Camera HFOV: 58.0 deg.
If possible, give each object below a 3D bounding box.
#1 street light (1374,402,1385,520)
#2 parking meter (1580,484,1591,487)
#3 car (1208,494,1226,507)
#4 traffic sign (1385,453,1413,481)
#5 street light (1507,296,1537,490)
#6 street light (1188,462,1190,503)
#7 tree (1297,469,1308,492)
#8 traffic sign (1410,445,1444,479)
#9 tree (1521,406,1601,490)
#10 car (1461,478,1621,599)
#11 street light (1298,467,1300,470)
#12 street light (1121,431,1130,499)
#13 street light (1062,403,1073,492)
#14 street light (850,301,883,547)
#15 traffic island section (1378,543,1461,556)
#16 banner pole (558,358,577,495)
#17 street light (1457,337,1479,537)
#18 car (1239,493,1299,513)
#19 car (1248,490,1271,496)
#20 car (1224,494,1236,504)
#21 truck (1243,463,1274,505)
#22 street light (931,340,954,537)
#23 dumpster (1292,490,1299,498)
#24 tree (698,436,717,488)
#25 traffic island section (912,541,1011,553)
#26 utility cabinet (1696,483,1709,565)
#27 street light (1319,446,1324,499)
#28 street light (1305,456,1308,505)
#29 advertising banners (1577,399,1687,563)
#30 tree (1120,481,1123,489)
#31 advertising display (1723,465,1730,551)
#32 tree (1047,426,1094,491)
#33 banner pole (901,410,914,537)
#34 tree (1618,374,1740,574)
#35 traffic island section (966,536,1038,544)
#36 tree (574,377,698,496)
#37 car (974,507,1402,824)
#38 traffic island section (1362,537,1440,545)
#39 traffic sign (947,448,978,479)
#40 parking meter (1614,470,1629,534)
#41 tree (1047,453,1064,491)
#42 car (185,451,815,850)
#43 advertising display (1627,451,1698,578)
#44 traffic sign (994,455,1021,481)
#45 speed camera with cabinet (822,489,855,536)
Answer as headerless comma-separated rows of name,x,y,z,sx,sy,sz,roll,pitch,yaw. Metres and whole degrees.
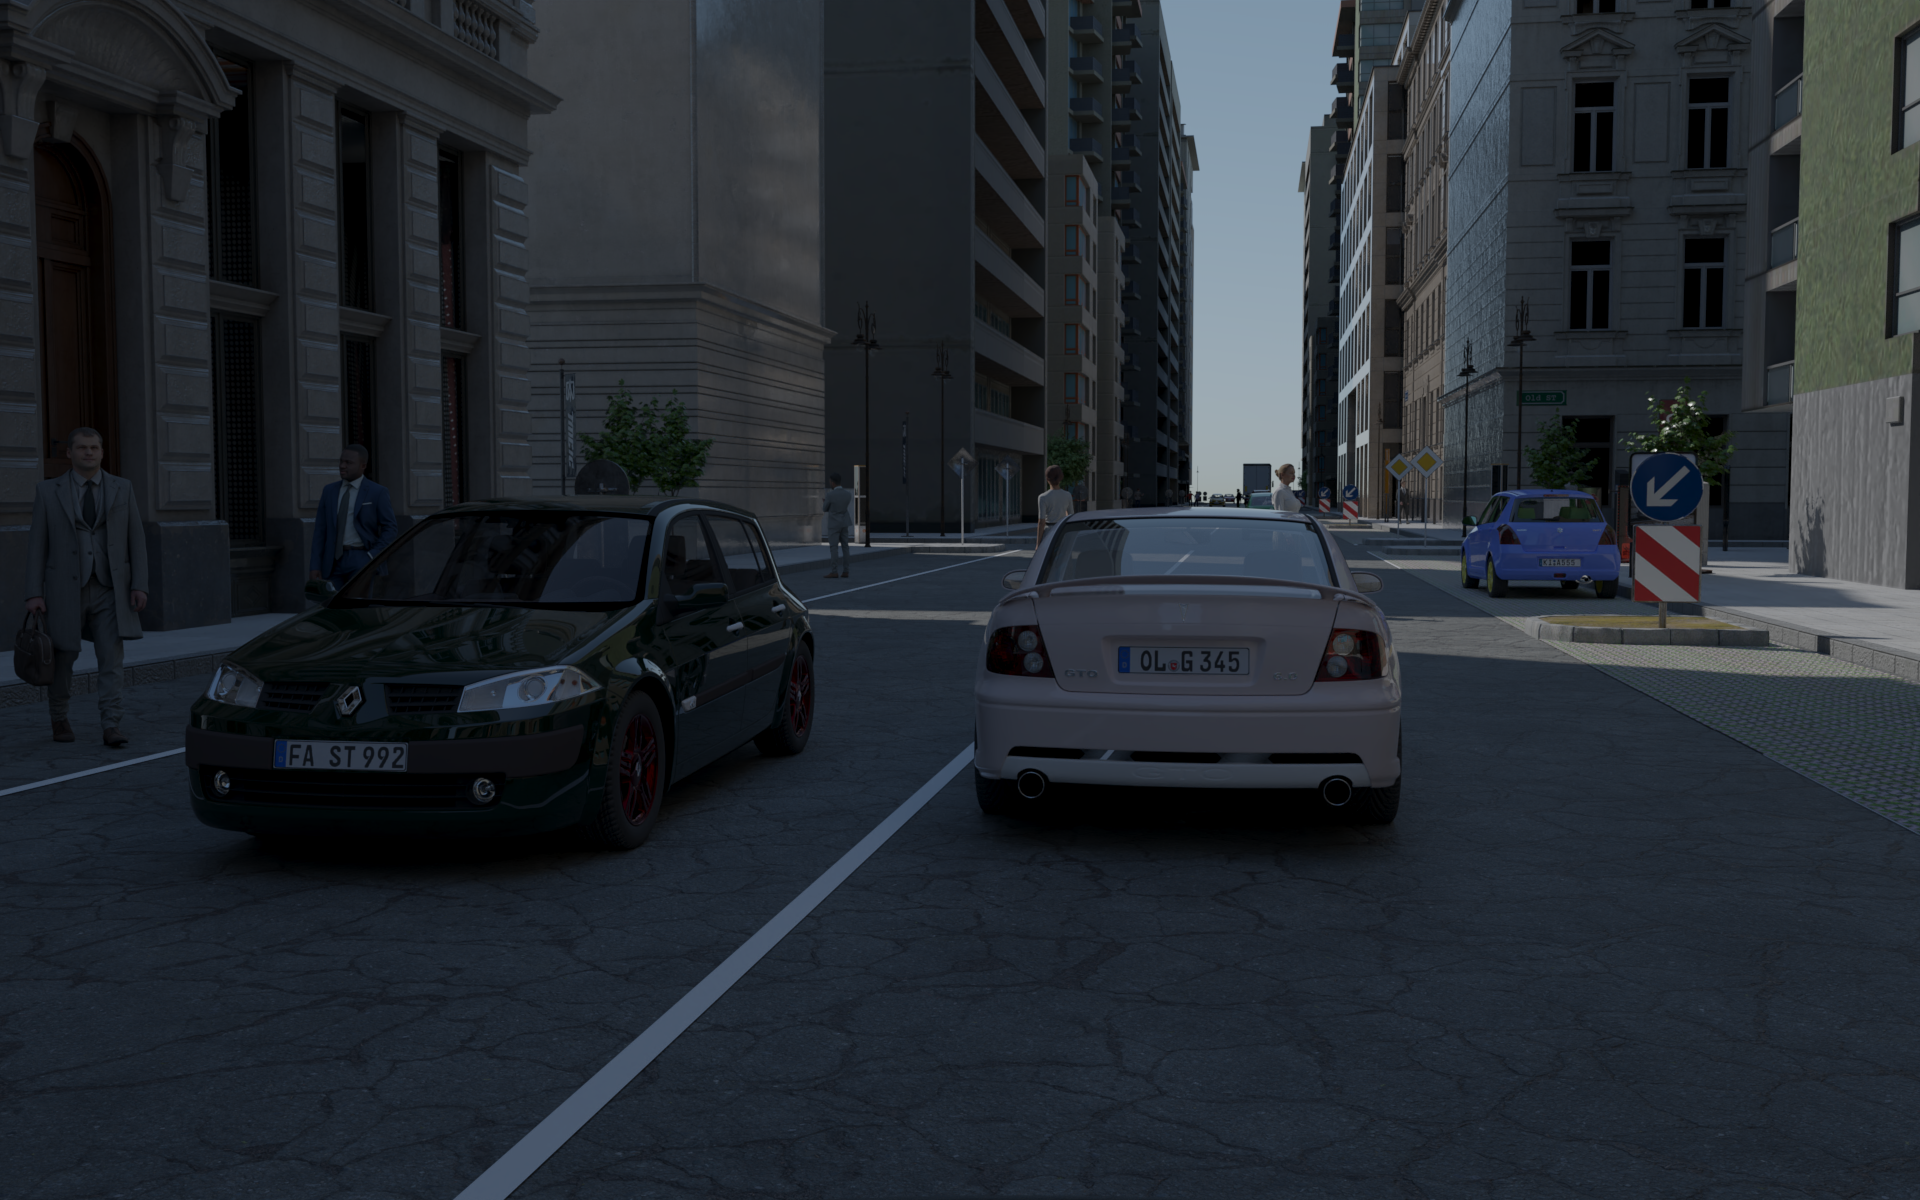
street light,20.997,-6.977,86.856,0.468,5.910,1.993,1,4,10
parking meter,15.081,-2.043,41.818,0.372,1.533,0.369,0,3,0
car,28.607,-11.145,192.451,2.015,1.641,3.980,1,4,11
traffic sign,12.522,-2.884,49.345,0.795,2.593,0.064,1,4,10
street light,13.118,-4.146,40.571,0.468,5.910,1.993,1,4,10
street light,32.483,-16.685,245.594,0.468,5.910,1.993,1,4,10
tree,41.643,-13.560,205.422,4.285,4.588,4.351,0,3,0
traffic sign,11.181,-2.403,41.473,0.795,2.593,0.064,1,4,10
tree,13.190,-2.657,38.039,1.663,3.219,1.824,0,3,0
car,8.286,-0.940,24.967,1.945,1.707,3.694,0,4,8
street light,47.841,-16.616,244.462,0.468,5.910,1.993,1,4,10
street light,12.338,-9.467,127.577,0.468,5.910,1.993,1,4,10
street light,5.451,-7.038,87.864,0.468,5.910,1.993,1,4,10
street light,-2.225,-4.206,41.558,0.468,5.910,1.993,1,4,10
traffic island section,11.205,-1.179,41.552,2.009,0.180,2.903,1,4,10
banner pole,-7.212,-2.559,31.851,0.401,3.779,0.863,-2,4,-35
street light,14.953,-4.793,51.161,0.468,5.910,1.993,1,4,10
car,9.892,-2.842,55.262,1.959,1.807,4.718,1,4,9
car,25.693,-8.498,147.615,2.281,1.827,5.304,1,4,11
car,40.742,-15.488,262.267,2.155,1.783,4.494,1,4,9
truck,28.068,-10.662,163.237,2.839,4.237,11.283,1,4,11
street light,-0.524,-4.854,52.157,0.468,5.910,1.993,1,4,10
dumpster,34.806,-10.580,181.204,1.865,1.857,1.264,1,4,9
tree,-5.113,-2.247,31.337,1.663,3.219,1.824,0,3,0
traffic island section,0.025,-1.295,43.454,2.009,0.180,2.903,1,4,10
utility cabinet,12.760,-1.367,31.038,1.173,1.500,0.318,0,4,6
street light,33.834,-11.581,162.133,0.468,5.910,1.993,1,4,10
street light,41.698,-14.414,208.459,0.468,5.910,1.993,1,4,10
advertising banners,12.383,-2.193,32.038,2.074,3.025,0.090,0,4,3
tree,10.490,-7.582,118.567,1.663,3.219,1.824,0,3,0
advertising display,17.307,-2.074,39.117,0.123,1.923,0.974,2,4,24
tree,4.893,-6.155,84.345,4.285,4.588,4.351,0,3,0
banner pole,-1.634,-3.798,52.117,0.401,3.779,0.863,-1,4,-15
tree,11.807,-2.046,28.055,1.663,3.219,1.824,0,3,0
traffic island section,1.367,-1.776,51.326,2.009,0.180,2.903,1,4,10
tree,-5.656,-2.092,28.809,1.663,3.219,1.824,0,3,0
car,1.188,0.205,9.014,2.083,1.381,4.827,0,4,8
traffic island section,12.547,-1.660,49.424,2.009,0.180,2.903,1,4,10
traffic sign,0.050,-2.519,43.383,0.795,2.593,0.064,1,4,10
parking meter,15.707,-2.164,41.093,0.255,1.863,0.399,0,4,0
tree,3.992,-5.296,81.190,1.663,3.219,1.824,0,3,0
car,-1.922,0.090,8.316,2.009,1.686,4.222,1,4,9
advertising display,10.693,-1.295,26.381,0.974,1.923,0.123,1,4,16
traffic sign,1.391,-3.001,51.255,0.795,2.593,0.064,1,4,10
speed camera with cabinet,-4.163,-3.558,52.510,2.038,3.252,0.660,-2,4,-33
